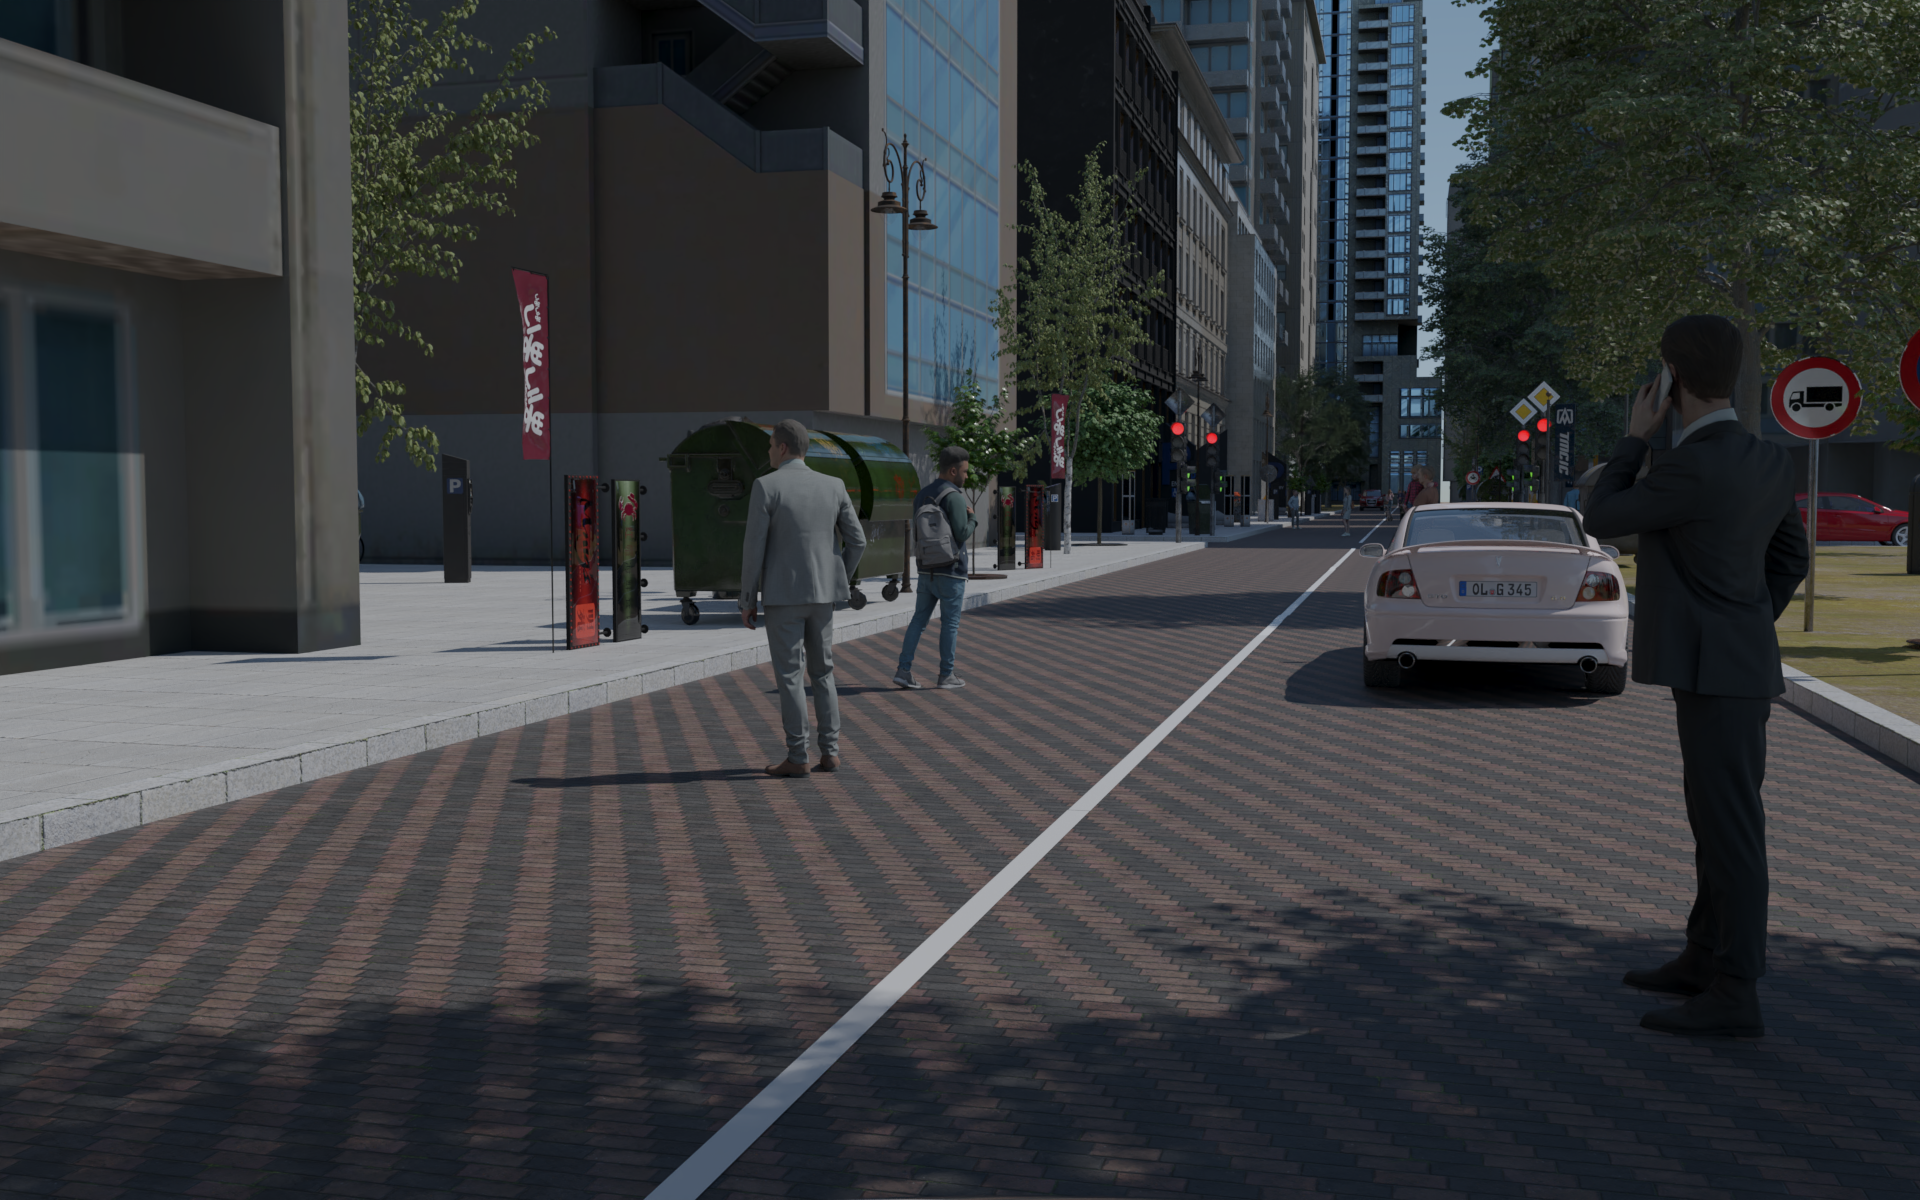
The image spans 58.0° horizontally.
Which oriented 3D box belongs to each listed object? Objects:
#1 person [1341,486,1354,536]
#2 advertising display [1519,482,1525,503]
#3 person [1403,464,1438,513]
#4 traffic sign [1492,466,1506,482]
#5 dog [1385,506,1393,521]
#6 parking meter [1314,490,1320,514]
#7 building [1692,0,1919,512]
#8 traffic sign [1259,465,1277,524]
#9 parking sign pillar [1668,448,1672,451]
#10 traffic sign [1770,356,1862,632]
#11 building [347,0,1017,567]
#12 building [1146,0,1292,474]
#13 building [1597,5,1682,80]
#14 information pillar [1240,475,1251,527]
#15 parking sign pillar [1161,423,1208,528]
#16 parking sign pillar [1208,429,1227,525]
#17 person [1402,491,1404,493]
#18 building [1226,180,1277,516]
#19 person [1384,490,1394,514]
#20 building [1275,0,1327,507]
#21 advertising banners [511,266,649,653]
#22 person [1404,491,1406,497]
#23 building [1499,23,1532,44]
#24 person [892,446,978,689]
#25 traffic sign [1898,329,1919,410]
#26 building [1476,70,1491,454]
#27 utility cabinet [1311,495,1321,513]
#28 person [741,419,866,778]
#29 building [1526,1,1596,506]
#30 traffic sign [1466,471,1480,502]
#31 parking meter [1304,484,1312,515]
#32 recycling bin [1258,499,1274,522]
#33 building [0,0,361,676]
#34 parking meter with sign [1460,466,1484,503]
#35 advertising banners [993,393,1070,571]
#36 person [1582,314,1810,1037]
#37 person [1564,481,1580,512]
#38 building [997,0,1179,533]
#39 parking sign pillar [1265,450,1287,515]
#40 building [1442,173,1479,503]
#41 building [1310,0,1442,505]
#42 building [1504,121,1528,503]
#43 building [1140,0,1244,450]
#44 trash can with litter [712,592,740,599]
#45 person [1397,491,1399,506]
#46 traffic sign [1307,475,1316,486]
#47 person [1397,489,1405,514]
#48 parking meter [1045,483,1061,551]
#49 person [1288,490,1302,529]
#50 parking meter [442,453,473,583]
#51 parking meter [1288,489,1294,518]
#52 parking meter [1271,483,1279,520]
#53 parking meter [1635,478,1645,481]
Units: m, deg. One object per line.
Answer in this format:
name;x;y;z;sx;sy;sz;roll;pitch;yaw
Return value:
person;13.262;-3.049;59.361;0.522;1.701;0.512;0;4;-7
advertising display;26.294;-4.640;81.080;0.123;1.923;0.974;2;4;28
person;6.109;-0.882;22.897;0.573;1.828;0.580;-2;4;-26
traffic sign;24.936;-4.927;80.567;0.884;2.594;0.081;1;4;16
dog;22.639;-4.574;91.621;0.513;0.831;0.800;2;4;27
parking meter;23.245;-6.379;112.706;0.372;1.533;0.369;0;3;0
building;39.345;-22.579;61.045;23.993;40.220;32.217;1;4;15
traffic sign;13.340;-4.584;75.048;0.768;2.556;0.104;1;4;17
parking sign pillar;34.158;-5.767;82.767;1.447;3.967;1.447;-3;5;-44
traffic sign;7.918;-0.977;16.084;0.768;2.556;0.104;1;4;21
building;-7.213;-23.654;36.858;14.200;45.320;14.600;1;4;15
building;15.514;-32.062;143.817;23.786;49.044;30.456;1;4;15
building;39.774;-19.402;88.920;14.160;30.474;14.107;1;4;15
information pillar;11.217;-3.888;68.058;0.304;2.012;0.304;-1;4;-18
parking sign pillar;8.254;-4.705;65.394;1.447;3.967;1.447;3;5;39
parking sign pillar;10.371;-5.089;71.683;1.447;3.967;1.447;0;4;-4
person;48.899;-11.152;190.923;0.705;1.812;1.348;0;4;-6
building;14.318;-15.669;110.945;10.420;20.320;16.860;1;4;15
person;30.135;-6.895;121.828;0.593;1.750;0.643;-1;4;-13
building;24.376;-36.508;186.150;27.495;52.752;28.713;1;4;15
advertising banners;-3.130;-1.113;14.378;0.090;3.025;2.074;1;4;18
person;44.143;-9.941;171.713;1.217;1.739;0.721;1;4;19
building;52.863;-28.379;147.583;14.154;41.232;14.086;1;4;15
person;-0.137;-0.237;12.723;0.623;1.781;0.721;3;4;36
traffic sign;7.056;-0.745;12.287;0.768;2.556;0.104;1;4;21
building;56.209;-29.214;161.241;14.154;41.232;14.086;1;4;15
utility cabinet;23.548;-6.380;115.479;1.020;1.237;0.306;1;4;14
person;-0.813;-0.014;8.831;0.635;1.810;0.391;-3;5;-41
building;43.914;-28.142;110.240;14.600;45.320;14.200;1;4;15
traffic sign;27.917;-5.761;94.294;0.768;2.556;0.104;1;4;16
parking meter;21.050;-6.054;104.701;0.399;1.863;0.255;-1;4;-17
recycling bin;14.325;-4.193;81.105;0.722;1.027;0.722;1;4;12
building;-18.038;-23.368;5.762;21.300;48.544;21.600;1;4;15
parking meter with sign;31.602;-6.774;107.016;1.738;3.016;0.543;-3;5;-40
advertising banners;1.248;-2.044;29.613;0.090;3.025;2.074;3;5;40
person;1.971;0.195;4.681;0.474;1.900;0.648;3;4;38
person;16.369;-2.278;46.094;0.601;1.785;0.444;2;4;31
building;1.013;-14.411;65.297;12.332;23.373;15.834;1;4;15
parking sign pillar;19.248;-7.166;105.632;1.447;3.967;1.447;1;4;18
building;66.663;-32.327;212.142;14.086;41.232;14.154;1;4;15
building;45.710;-55.535;220.668;31.000;86.520;22.319;1;4;15
building;49.536;-22.161;134.040;14.160;30.474;14.107;1;4;15
building;4.914;-15.613;88.552;16.112;22.955;30.059;1;4;15
trash can with litter;-2.886;-0.614;21.424;0.624;1.170;1.055;0;4;-6
person;47.993;-11.016;189.280;0.621;1.740;0.551;-3;4;-37
traffic sign;23.255;-7.048;115.236;0.884;2.594;0.081;1;4;23
person;32.132;-7.170;126.179;0.683;1.767;0.568;2;4;34
parking meter;2.111;-1.894;39.375;0.372;1.533;0.369;0;3;0
person;13.682;-3.698;70.777;0.589;1.601;0.330;-1;4;-23
parking meter;-7.249;-1.180;25.010;0.399;1.863;0.255;0;4;-7
parking meter;17.960;-5.230;93.922;0.372;1.533;0.369;0;3;0
parking meter;15.722;-4.940;86.473;0.399;1.863;0.255;0;4;8
parking meter;16.526;-2.224;42.072;0.255;1.863;0.399;1;4;17
